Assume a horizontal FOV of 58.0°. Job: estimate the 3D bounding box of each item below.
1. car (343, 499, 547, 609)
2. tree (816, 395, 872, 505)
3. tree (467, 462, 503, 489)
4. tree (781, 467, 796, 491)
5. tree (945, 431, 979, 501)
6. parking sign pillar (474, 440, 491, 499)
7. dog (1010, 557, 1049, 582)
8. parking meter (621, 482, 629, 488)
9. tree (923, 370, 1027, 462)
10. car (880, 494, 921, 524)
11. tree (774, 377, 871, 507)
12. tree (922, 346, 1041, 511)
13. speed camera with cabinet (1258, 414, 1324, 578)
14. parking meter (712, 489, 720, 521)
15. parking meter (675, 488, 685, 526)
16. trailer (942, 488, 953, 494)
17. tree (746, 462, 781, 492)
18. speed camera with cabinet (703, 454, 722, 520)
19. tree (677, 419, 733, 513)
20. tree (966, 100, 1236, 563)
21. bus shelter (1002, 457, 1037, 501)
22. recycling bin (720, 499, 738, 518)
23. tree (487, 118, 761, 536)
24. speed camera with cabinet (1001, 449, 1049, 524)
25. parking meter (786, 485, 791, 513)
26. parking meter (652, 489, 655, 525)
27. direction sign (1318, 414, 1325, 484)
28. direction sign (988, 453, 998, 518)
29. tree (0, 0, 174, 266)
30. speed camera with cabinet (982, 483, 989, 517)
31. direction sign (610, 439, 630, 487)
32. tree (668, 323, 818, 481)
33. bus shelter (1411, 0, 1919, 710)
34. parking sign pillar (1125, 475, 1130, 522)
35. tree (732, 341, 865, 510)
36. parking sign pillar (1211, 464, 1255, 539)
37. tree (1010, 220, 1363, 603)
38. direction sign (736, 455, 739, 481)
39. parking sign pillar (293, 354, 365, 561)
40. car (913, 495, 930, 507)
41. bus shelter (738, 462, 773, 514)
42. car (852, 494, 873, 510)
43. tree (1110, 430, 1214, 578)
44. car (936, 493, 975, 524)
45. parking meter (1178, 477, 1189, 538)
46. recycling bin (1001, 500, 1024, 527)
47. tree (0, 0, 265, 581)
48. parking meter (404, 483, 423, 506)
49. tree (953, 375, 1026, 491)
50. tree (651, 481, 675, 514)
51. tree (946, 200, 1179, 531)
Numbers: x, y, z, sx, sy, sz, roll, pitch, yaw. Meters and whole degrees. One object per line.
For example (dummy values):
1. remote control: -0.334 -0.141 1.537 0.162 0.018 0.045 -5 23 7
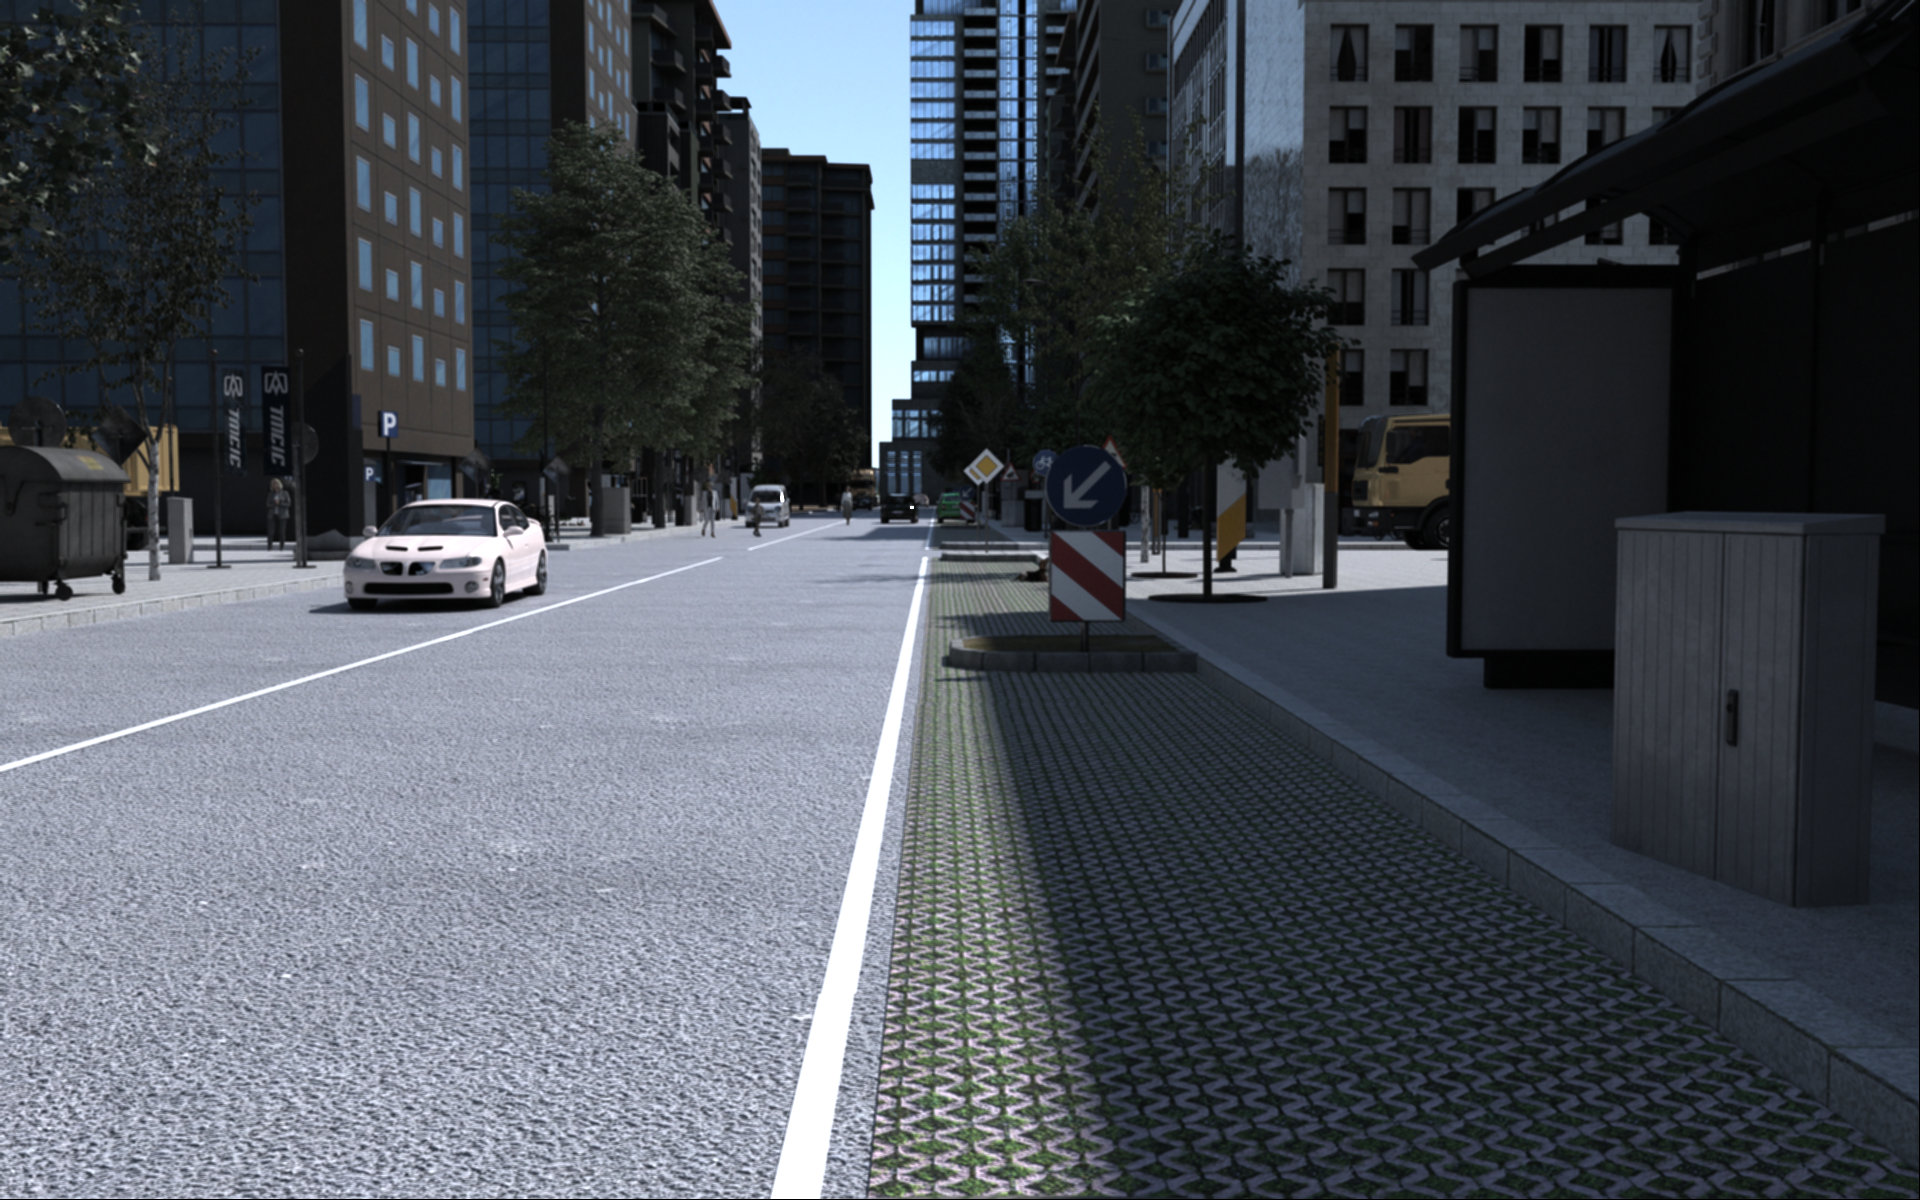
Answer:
1. car: -6.782 -0.664 23.223 2.083 1.381 4.827 0 4 -2
2. tree: -13.870 -17.090 197.542 7.486 12.596 7.792 0 3 0
3. tree: -24.027 -5.734 88.345 1.663 3.219 1.824 0 3 0
4. tree: -12.733 -7.886 123.541 1.663 3.219 1.824 0 3 0
5. tree: 1.543 -16.472 187.439 7.486 12.596 7.792 0 3 0
6. parking sign pillar: -23.778 -5.985 86.325 1.447 3.967 1.447 0 4 2
7. dog: 1.209 -0.491 28.225 0.550 0.427 0.748 -3 5 -40
8. parking meter: -16.161 -4.751 83.393 0.399 1.863 0.255 0 4 -4
9. tree: 1.821 -14.936 154.577 12.009 13.543 11.850 0 3 0
10. car: -2.971 -4.634 85.555 2.009 1.686 4.222 0 4 1
11. tree: -13.454 -15.423 169.174 9.611 12.733 9.660 0 3 0
12. tree: 1.640 -13.124 131.582 9.611 12.733 9.660 0 3 0
13. speed camera with cabinet: 5.282 -2.013 27.241 0.660 3.252 2.038 2 4 29
14. parking meter: -11.821 -4.618 83.918 0.372 1.533 0.369 0 3 0
15. parking meter: -11.229 -3.728 69.371 0.372 1.533 0.369 0 3 0
16. trailer: -1.168 -9.651 164.835 1.471 1.999 3.904 0 4 -2
17. tree: -12.096 -6.662 103.520 1.663 3.219 1.824 0 3 0
18. speed camera with cabinet: -12.407 -5.650 86.707 0.660 3.252 2.038 -1 4 -20
19. tree: -17.137 -10.088 115.294 4.737 8.622 4.395 0 3 0
20. tree: 3.297 -4.997 32.063 4.737 8.622 4.395 0 3 0
21. bus shelter: 3.149 -5.963 91.415 2.014 3.302 5.546 0 4 -1
22. recycling bin: -12.209 -4.828 91.497 0.722 1.027 0.722 -3 4 -37
23. tree: -10.812 -8.248 52.987 7.486 12.596 7.792 0 3 0
24. speed camera with cabinet: 2.835 -4.979 75.742 2.038 3.252 0.660 1 4 10
25. parking meter: -11.411 -6.681 114.945 0.255 1.863 0.399 3 5 44
26. parking meter: -12.808 -3.950 73.000 0.372 1.533 0.369 0 3 0
27. direction sign: 10.390 -3.519 49.528 0.379 3.537 0.876 2 4 32
28. direction sign: 1.630 -6.266 94.449 0.876 3.537 0.379 0 4 4
29. tree: -11.438 -5.831 12.343 9.611 12.733 9.660 0 3 0
30. speed camera with cabinet: 1.628 -6.347 98.105 0.660 3.252 2.038 0 4 7
31. direction sign: -13.959 -4.845 71.212 0.876 3.537 0.379 -3 5 -40
32. tree: -12.244 -9.782 94.344 8.767 10.594 7.601 -2 4 -33
33. bus shelter: 4.045 -0.913 8.858 2.014 3.302 5.546 0 4 -1
34. parking sign pillar: 7.454 -5.814 83.528 1.447 3.967 1.447 3 4 37
35. tree: -12.634 -13.920 137.961 12.009 13.543 11.850 0 3 0
36. parking sign pillar: 7.869 -3.787 50.397 1.447 3.967 1.447 3 5 41
37. tree: 3.095 -2.276 20.919 4.285 4.588 4.351 0 3 0
38. direction sign: -13.171 -6.684 101.280 0.379 3.537 0.876 2 4 26
39. parking sign pillar: -12.298 -2.774 33.819 1.447 3.967 1.447 2 4 24
40. car: -4.380 -10.894 190.474 2.083 1.381 4.827 0 4 -1
41. bus shelter: -13.400 -7.266 112.723 2.014 3.302 5.546 0 4 -1
42. car: -8.645 -8.748 152.821 2.009 1.686 4.222 0 4 -1
43. tree: 3.060 -1.971 26.823 1.663 3.219 1.824 0 3 0
44. car: -0.202 -4.662 85.016 1.959 1.807 4.718 0 4 -2
45. parking meter: 6.530 -2.746 50.603 0.255 1.863 0.399 1 4 19
46. recycling bin: 2.106 -3.381 67.834 0.722 1.027 0.722 3 5 44
47. tree: -12.143 -4.605 25.653 4.360 8.622 3.978 0 3 0
48. parking meter: -11.943 -1.804 37.898 0.372 1.533 0.369 0 3 0
49. tree: 2.149 -9.658 108.274 4.360 8.622 3.978 0 3 0
50. tree: -18.874 -7.061 110.046 1.663 3.219 1.824 0 3 0
51. tree: 3.454 -8.219 60.129 9.928 11.665 9.643 0 3 0
